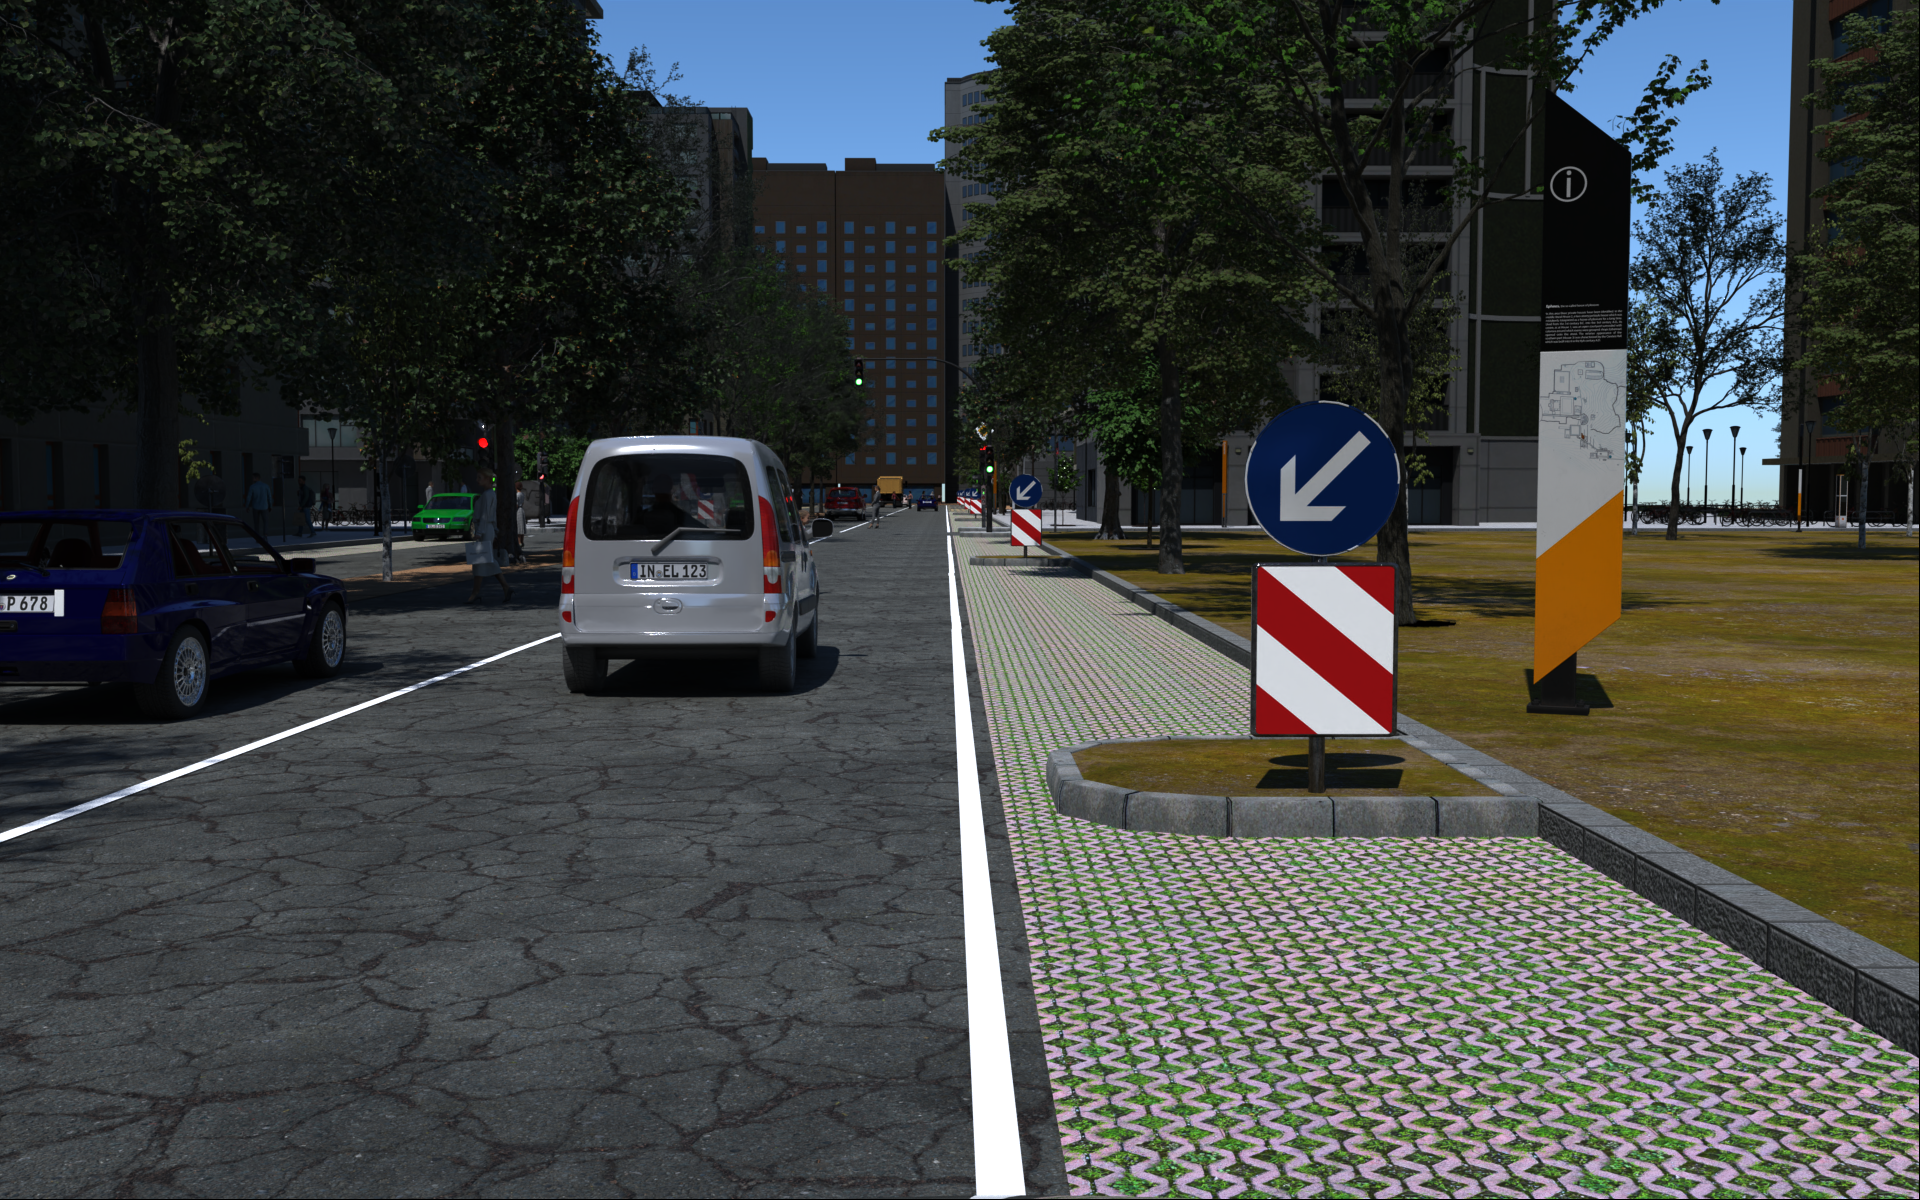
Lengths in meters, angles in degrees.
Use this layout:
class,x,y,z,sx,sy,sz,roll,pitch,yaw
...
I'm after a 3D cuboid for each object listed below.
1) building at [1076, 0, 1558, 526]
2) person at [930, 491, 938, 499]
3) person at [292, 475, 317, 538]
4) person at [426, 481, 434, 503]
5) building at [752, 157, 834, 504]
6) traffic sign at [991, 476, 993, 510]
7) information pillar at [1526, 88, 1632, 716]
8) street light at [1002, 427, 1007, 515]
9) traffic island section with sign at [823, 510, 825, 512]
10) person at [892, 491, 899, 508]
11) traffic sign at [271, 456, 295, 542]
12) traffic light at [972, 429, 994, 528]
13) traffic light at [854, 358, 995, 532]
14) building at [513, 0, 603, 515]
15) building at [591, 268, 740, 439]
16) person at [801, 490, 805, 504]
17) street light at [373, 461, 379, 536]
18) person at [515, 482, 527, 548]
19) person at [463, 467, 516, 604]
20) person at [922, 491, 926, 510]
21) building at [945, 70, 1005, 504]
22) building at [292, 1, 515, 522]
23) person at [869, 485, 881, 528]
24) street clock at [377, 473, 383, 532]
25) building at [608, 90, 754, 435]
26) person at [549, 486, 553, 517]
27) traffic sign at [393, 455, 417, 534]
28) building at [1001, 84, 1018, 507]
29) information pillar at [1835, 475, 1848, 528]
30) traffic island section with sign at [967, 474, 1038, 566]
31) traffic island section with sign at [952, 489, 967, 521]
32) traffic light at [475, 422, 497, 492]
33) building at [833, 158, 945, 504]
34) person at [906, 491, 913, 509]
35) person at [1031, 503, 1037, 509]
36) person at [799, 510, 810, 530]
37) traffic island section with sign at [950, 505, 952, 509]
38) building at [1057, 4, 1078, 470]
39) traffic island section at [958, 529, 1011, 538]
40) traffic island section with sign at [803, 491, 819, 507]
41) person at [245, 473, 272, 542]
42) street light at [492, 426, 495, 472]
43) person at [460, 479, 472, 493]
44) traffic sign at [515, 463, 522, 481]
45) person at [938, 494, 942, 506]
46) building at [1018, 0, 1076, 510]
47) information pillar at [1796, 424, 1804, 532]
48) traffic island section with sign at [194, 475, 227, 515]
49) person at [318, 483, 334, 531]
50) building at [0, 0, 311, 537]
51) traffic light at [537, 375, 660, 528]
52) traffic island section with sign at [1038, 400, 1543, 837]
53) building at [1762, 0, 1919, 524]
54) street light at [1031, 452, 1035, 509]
class,x,y,z,sx,sy,sz,roll,pitch,yaw
building,16.298,-39.113,77.750,20.611,71.187,20.563,0,4,0
person,-3.159,-11.779,201.820,1.217,1.736,0.721,-2,4,-32
person,-19.109,-2.715,50.421,0.713,1.824,0.794,-1,4,-13
person,-22.031,-4.030,72.052,0.853,1.813,0.709,-3,4,-37
building,-23.465,-35.676,233.418,14.200,45.320,14.600,0,4,0
traffic sign,2.394,-7.728,126.359,0.884,2.594,0.081,0,4,5
information pillar,3.586,-1.142,10.022,0.504,3.616,0.183,1,4,23
street light,2.648,-8.054,104.462,0.468,5.910,1.993,0,4,0
traffic island section with sign,-10.189,-8.113,140.778,2.006,1.907,1.989,0,4,0
person,-6.508,-10.080,174.025,0.721,1.743,1.217,2,4,33
traffic sign,-18.005,-2.689,46.089,0.606,2.300,0.079,0,4,1
traffic light,0.889,-4.712,65.954,0.839,4.253,0.868,0,4,0
traffic light,-1.135,-5.085,57.811,4.771,5.953,1.251,0,4,0
building,-37.601,-25.721,112.422,32.217,40.220,23.993,0,4,0
building,-35.254,-19.020,156.016,27.650,21.520,28.899,0,4,0
person,-19.872,-12.812,216.243,1.217,1.743,0.721,-2,4,-34
street light,-17.889,-4.900,52.909,0.468,5.910,1.993,0,4,0
person,-11.640,-2.224,45.426,0.524,1.755,0.480,1,4,13
person,-6.175,-0.846,22.687,0.624,1.780,0.694,0,4,4
person,-3.238,-9.159,158.967,0.721,1.735,1.217,1,4,16
building,12.026,-42.513,237.087,28.212,58.520,21.231,0,4,0
building,-30.861,-24.579,85.458,14.154,41.232,14.086,0,4,0
person,-3.585,-3.879,72.199,0.573,1.790,0.520,0,4,-2
street clock,-19.549,-3.299,58.510,0.471,2.002,0.358,3,5,45
building,-28.934,-30.238,177.983,14.154,41.232,14.086,0,4,0
person,-23.364,-5.631,98.664,0.362,1.759,0.519,0,4,-7
traffic sign,-17.983,-3.425,56.099,0.768,2.556,0.104,0,4,2
building,15.767,-35.380,202.169,21.300,48.544,21.600,0,4,0
information pillar,33.466,-3.746,65.747,0.304,2.012,0.304,0,3,0
traffic island section with sign,1.192,-1.618,35.078,1.989,1.847,2.006,0,4,0
traffic island section with sign,0.713,-5.053,91.236,1.989,1.847,2.006,0,4,0
traffic light,-15.804,-4.214,57.814,0.839,4.253,0.868,0,4,0
building,-9.149,-35.695,233.718,14.200,45.320,14.600,0,4,0
person,-4.871,-9.606,166.269,0.721,1.736,1.217,-2,4,-34
person,3.889,-5.078,89.812,0.466,1.731,0.760,3,4,38
person,-2.284,-0.664,24.370,0.382,1.210,0.505,0,4,-2
traffic island section with sign,0.496,-6.752,119.019,1.989,1.847,2.006,0,4,0
building,20.516,-31.990,112.281,28.713,52.752,27.495,0,4,0
traffic island section,0.996,-2.190,58.084,2.009,0.180,2.903,0,4,0
traffic island section with sign,-16.672,-11.424,195.415,1.989,1.847,2.006,0,4,0
person,-18.207,-2.389,44.964,0.638,1.841,0.748,-1,4,-20
street light,-17.913,-5.730,66.477,0.468,5.910,1.993,0,4,0
person,-18.538,-3.597,64.957,0.850,1.850,0.679,0,4,6
traffic sign,-18.028,-4.268,69.883,0.768,2.556,0.104,0,4,6
person,-2.537,-12.523,216.440,0.628,1.438,0.799,-3,5,-44
building,15.671,-37.466,154.569,21.231,58.520,28.212,0,4,0
information pillar,28.176,-4.080,58.064,0.183,3.616,0.504,2,4,27
traffic island section with sign,-15.327,-1.610,34.950,1.989,1.847,2.006,0,4,0
person,-23.095,-3.342,63.121,0.573,1.828,0.580,-2,4,-24
building,-35.342,-12.016,41.494,28.899,21.520,27.650,0,4,0
traffic light,-13.780,-5.577,65.851,4.771,5.953,1.251,0,4,0
traffic island section with sign,1.425,0.031,8.124,1.989,1.847,2.006,0,4,0
building,53.812,-26.034,80.274,28.867,44.769,22.147,0,4,0
street light,2.942,-5.932,69.772,0.468,5.910,1.993,0,4,0
